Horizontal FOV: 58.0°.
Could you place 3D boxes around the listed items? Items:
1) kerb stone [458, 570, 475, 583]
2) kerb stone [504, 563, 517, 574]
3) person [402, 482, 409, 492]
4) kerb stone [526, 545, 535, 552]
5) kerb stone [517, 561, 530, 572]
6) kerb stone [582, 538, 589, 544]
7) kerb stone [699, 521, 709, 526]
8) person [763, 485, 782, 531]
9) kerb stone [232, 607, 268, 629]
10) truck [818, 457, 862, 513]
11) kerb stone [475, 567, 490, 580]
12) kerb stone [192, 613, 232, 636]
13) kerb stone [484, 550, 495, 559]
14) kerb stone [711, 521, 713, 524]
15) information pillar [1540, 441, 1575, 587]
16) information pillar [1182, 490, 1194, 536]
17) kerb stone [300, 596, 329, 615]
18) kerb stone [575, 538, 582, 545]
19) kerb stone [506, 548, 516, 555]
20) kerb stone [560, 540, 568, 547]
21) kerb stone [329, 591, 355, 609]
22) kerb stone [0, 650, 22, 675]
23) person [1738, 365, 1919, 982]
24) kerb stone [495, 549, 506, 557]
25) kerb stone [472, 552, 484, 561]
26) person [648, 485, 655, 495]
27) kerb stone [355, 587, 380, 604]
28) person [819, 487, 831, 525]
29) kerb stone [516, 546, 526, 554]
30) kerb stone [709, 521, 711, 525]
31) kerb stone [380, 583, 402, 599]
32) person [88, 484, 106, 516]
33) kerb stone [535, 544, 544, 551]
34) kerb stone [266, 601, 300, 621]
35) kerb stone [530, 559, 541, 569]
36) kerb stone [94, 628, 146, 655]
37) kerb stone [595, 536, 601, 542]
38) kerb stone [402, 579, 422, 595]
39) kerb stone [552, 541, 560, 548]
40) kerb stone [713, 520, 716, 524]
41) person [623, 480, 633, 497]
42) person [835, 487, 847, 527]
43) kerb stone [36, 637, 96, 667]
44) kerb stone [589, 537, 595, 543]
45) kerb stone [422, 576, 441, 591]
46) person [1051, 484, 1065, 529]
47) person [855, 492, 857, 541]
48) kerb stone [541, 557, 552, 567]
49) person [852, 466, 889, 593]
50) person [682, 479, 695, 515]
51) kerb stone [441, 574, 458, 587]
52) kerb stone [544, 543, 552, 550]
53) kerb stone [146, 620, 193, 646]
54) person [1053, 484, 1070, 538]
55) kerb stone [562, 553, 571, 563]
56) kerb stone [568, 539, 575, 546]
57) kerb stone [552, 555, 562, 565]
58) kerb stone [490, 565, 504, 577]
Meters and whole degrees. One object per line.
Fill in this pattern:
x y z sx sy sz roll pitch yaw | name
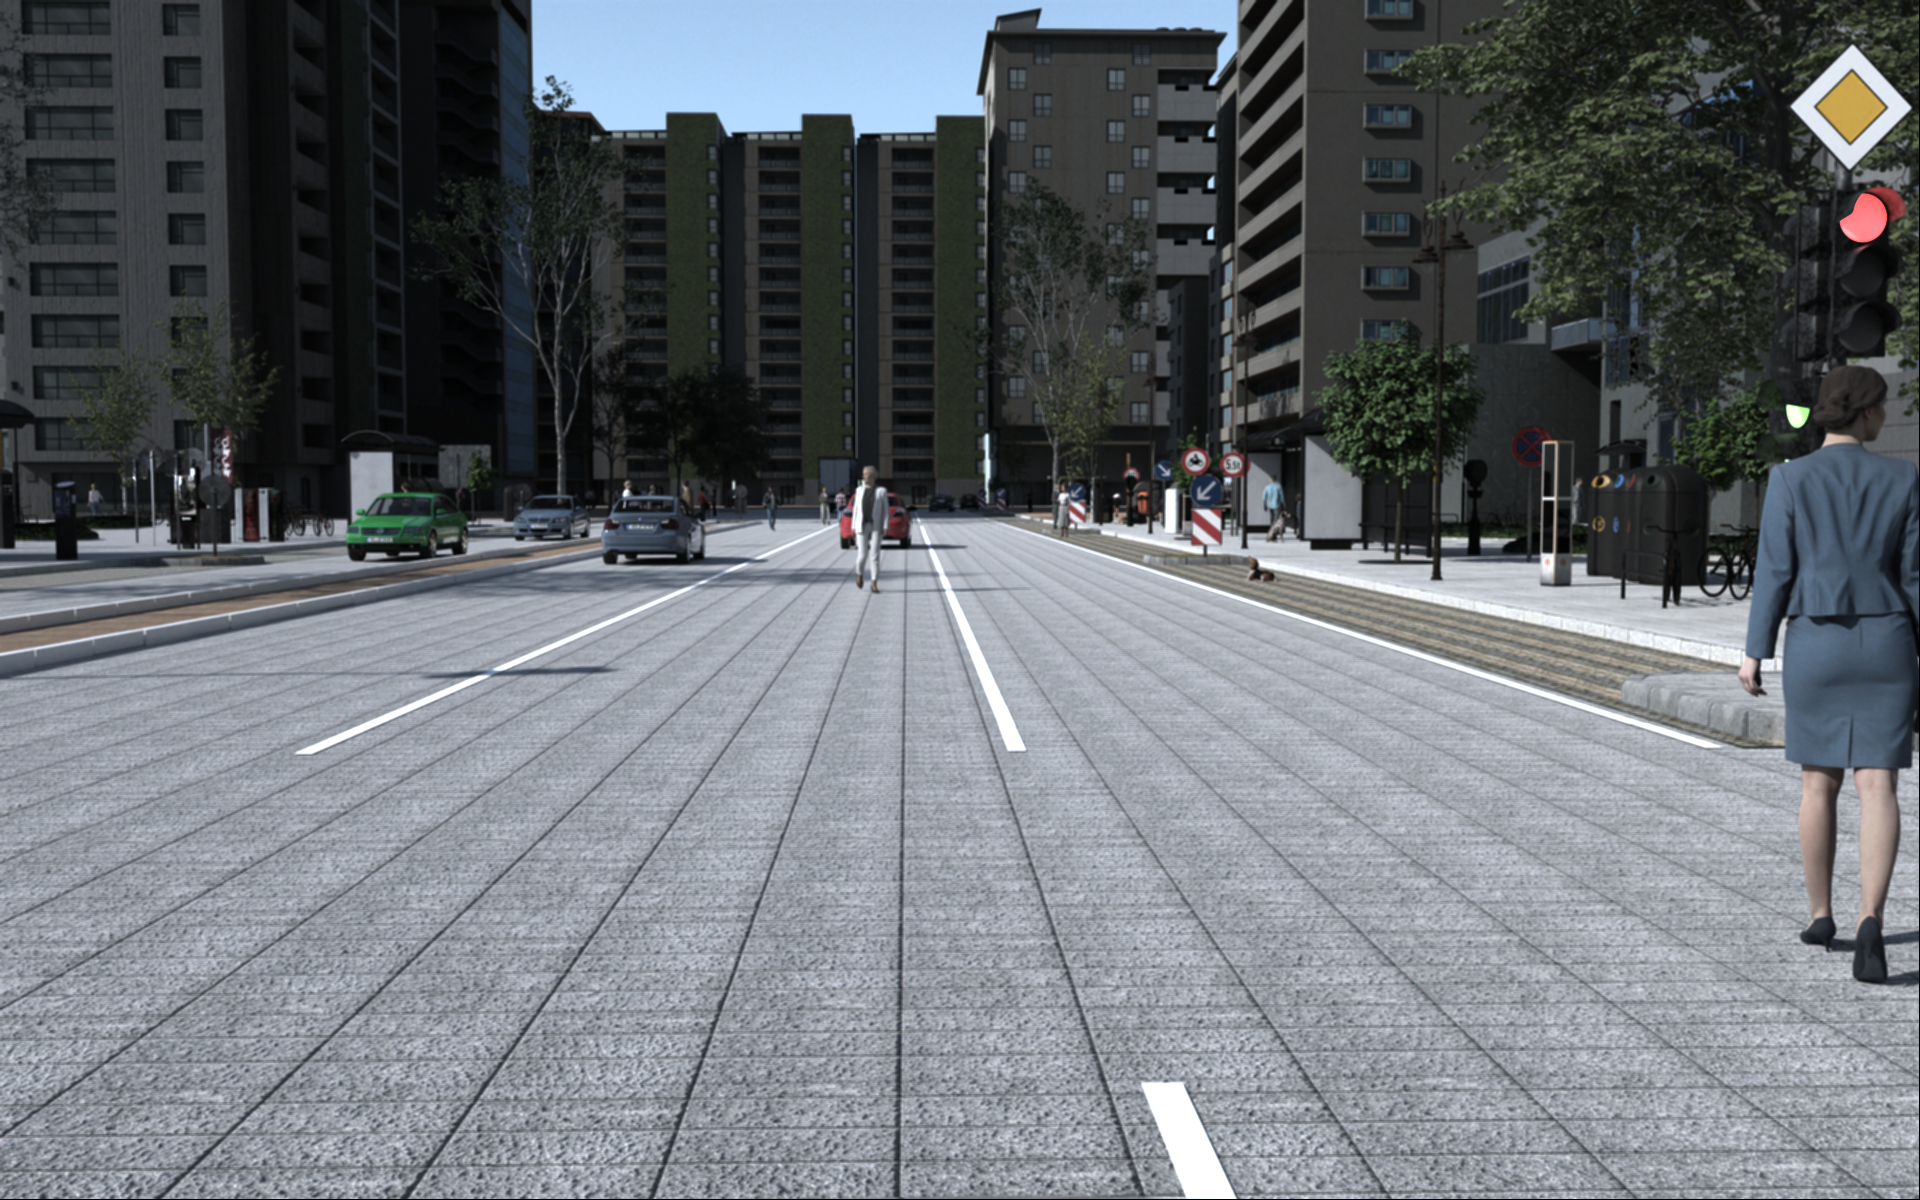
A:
-8.106 -0.353 28.107 0.120 0.150 1.000 0 4 -2 | kerb stone
-8.201 -0.550 31.182 0.120 0.150 1.000 0 4 -2 | kerb stone
-16.579 -2.624 51.749 0.374 1.781 0.599 0 4 -8 | person
-10.642 -1.236 42.410 0.120 0.150 1.000 0 4 -2 | kerb stone
-8.224 -0.612 32.208 0.120 0.150 1.000 0 4 -2 | kerb stone
-10.862 -1.675 49.588 0.120 0.150 1.000 0 4 -2 | kerb stone
-11.745 -3.493 79.301 0.120 0.150 1.000 0 4 -2 | kerb stone
-7.352 -3.591 67.558 0.623 1.781 0.721 -3 5 -44 | person
-7.824 0.202 18.901 0.120 0.150 1.000 0 4 -2 | kerb stone
-9.336 -8.930 134.914 2.839 4.237 11.283 0 4 0 | truck
-8.136 -0.425 29.137 0.120 0.150 1.000 0 4 -2 | kerb stone
-7.799 0.264 17.872 0.120 0.150 1.000 0 4 -2 | kerb stone
-10.512 -0.986 38.310 0.120 0.150 1.000 0 4 -2 | kerb stone
-11.818 -3.619 81.362 0.120 0.150 1.000 0 4 -2 | kerb stone
8.306 -1.199 24.098 0.304 2.012 0.304 -1 4 -22 | information pillar
6.944 -2.950 52.724 0.304 2.012 0.304 0 4 0 | information pillar
-7.888 0.077 20.944 0.120 0.150 1.000 0 4 -2 | kerb stone
-10.820 -1.613 48.566 0.120 0.150 1.000 0 4 -2 | kerb stone
-10.580 -1.111 40.357 0.120 0.150 1.000 0 4 -2 | kerb stone
-10.764 -1.487 46.513 0.120 0.150 1.000 0 4 -2 | kerb stone
-7.923 0.015 21.966 0.120 0.150 1.000 0 4 -2 | kerb stone
-7.671 0.515 13.776 0.120 0.150 1.000 0 4 -2 | kerb stone
2.674 0.200 5.256 0.581 1.822 0.654 2 4 30 | person
-10.547 -1.048 39.332 0.120 0.150 1.000 0 4 -2 | kerb stone
-10.484 -0.922 37.275 0.120 0.150 1.000 0 4 -2 | kerb stone
-12.131 -3.654 68.635 0.834 1.777 0.661 -2 4 -28 | person
-7.951 -0.048 22.988 0.120 0.150 1.000 0 4 -2 | kerb stone
-6.231 -4.346 80.099 0.519 1.759 0.362 -1 4 -17 | person
-10.610 -1.171 41.380 0.120 0.150 1.000 0 4 -2 | kerb stone
-11.782 -3.556 80.339 0.120 0.150 1.000 0 4 -2 | kerb stone
-7.978 -0.111 24.017 0.120 0.150 1.000 0 4 -2 | kerb stone
-37.952 -4.258 76.331 0.598 1.740 0.731 1 4 18 | person
-10.674 -1.299 43.431 0.120 0.150 1.000 0 4 -2 | kerb stone
-7.862 0.139 19.922 0.120 0.150 1.000 0 4 -2 | kerb stone
-8.258 -0.672 33.230 0.120 0.150 1.000 0 4 -2 | kerb stone
-7.741 0.389 15.828 0.120 0.150 1.000 0 4 -2 | kerb stone
-10.917 -1.801 51.637 0.120 0.150 1.000 0 4 -2 | kerb stone
-8.010 -0.174 25.039 0.120 0.150 1.000 0 4 -2 | kerb stone
-10.723 -1.425 45.487 0.120 0.150 1.000 0 4 -2 | kerb stone
-11.845 -3.682 82.390 0.120 0.150 1.000 0 4 -2 | kerb stone
-9.908 -2.644 51.605 0.514 1.842 0.818 3 4 39 | person
-5.199 -4.048 75.520 0.563 1.720 0.643 2 4 34 | person
-7.705 0.454 14.804 0.120 0.150 1.000 0 4 -2 | kerb stone
-10.878 -1.738 50.613 0.120 0.150 1.000 0 4 -2 | kerb stone
-8.045 -0.236 26.060 0.120 0.150 1.000 0 4 -2 | kerb stone
3.737 -3.413 64.483 0.661 1.801 0.590 -3 4 -36 | person
-3.156 -2.563 52.999 0.523 1.515 0.503 -2 4 -35 | person
-8.290 -0.734 34.252 0.120 0.150 1.000 0 4 -2 | kerb stone
-1.320 -1.036 25.312 0.514 1.842 0.818 -1 4 -13 | person
-7.379 -2.374 47.218 0.836 1.842 0.656 -3 4 -39 | person
-8.084 -0.299 27.082 0.120 0.150 1.000 0 4 -2 | kerb stone
-10.693 -1.358 44.456 0.120 0.150 1.000 0 4 -2 | kerb stone
-7.759 0.327 16.850 0.120 0.150 1.000 0 4 -2 | kerb stone
3.328 -2.895 56.396 0.480 1.755 0.524 2 4 34 | person
-8.357 -0.863 36.305 0.120 0.150 1.000 0 4 -2 | kerb stone
-10.796 -1.548 47.543 0.120 0.150 1.000 0 4 -2 | kerb stone
-8.326 -0.794 35.284 0.120 0.150 1.000 0 4 -2 | kerb stone
-8.170 -0.484 30.159 0.120 0.150 1.000 0 4 -2 | kerb stone
